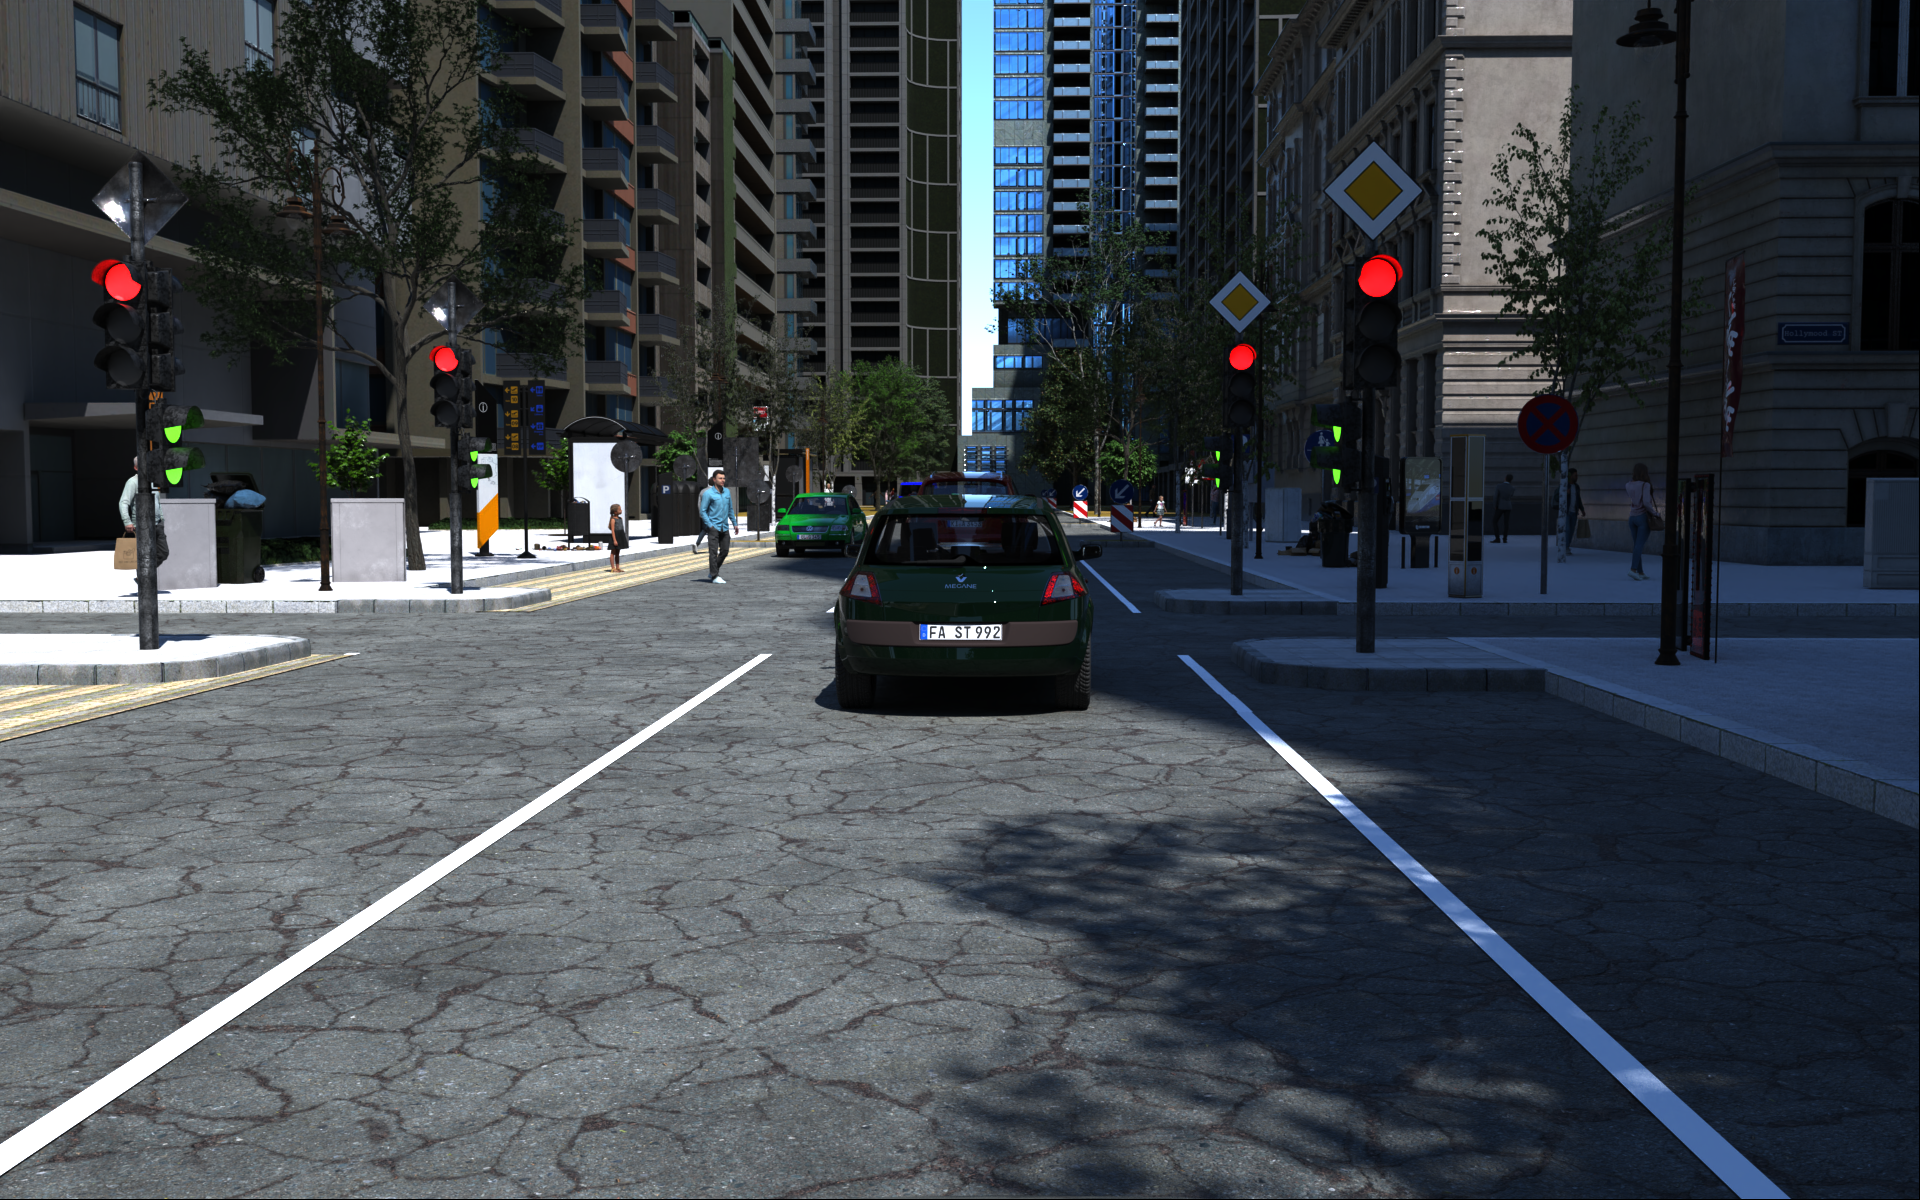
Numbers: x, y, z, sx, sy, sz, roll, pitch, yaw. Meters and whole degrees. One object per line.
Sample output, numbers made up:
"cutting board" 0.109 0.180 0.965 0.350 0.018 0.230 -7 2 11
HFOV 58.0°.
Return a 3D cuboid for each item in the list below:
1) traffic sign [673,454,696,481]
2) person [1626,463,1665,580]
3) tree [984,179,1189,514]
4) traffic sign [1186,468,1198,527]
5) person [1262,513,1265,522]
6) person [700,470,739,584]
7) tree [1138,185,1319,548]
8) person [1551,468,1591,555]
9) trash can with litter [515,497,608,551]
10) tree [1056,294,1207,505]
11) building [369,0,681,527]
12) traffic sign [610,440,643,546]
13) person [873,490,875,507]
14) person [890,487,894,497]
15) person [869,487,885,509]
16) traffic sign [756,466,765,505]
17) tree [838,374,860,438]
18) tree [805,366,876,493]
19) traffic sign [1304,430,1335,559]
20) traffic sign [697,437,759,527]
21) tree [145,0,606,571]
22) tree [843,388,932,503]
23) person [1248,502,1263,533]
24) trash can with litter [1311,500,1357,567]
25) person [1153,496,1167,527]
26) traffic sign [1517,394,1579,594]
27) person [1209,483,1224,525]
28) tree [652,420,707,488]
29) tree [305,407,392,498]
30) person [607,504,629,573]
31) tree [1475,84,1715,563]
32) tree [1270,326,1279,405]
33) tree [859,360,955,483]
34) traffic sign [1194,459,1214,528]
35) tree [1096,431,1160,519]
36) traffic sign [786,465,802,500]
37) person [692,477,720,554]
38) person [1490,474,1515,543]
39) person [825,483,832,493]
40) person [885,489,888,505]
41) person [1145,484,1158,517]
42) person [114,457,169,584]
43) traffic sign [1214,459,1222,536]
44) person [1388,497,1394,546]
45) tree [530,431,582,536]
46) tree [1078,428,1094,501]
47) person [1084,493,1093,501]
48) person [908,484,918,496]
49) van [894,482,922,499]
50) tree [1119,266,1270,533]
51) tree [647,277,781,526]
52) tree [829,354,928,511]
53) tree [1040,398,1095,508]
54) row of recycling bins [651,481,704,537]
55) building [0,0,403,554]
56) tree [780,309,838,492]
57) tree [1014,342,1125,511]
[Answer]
"traffic sign" -8.865 -3.403 55.751 0.768 2.556 0.104 0 4 7
"person" 10.153 -1.177 25.884 0.643 1.750 0.593 -2 4 -24
"tree" 7.740 -15.362 107.055 12.611 20.169 13.585 0 3 0
"traffic sign" 9.077 -3.999 67.509 0.606 2.300 0.079 0 4 6
"person" 14.166 -4.448 79.361 0.643 1.750 0.593 2 4 24
"person" -3.923 -1.187 27.931 0.620 1.820 0.660 3 4 38
"tree" 6.549 -5.517 40.566 4.737 8.622 4.395 0 3 0
"person" 12.829 -1.852 36.311 0.794 1.824 0.713 0 4 -4
"trash can with litter" -9.053 -1.751 39.679 2.233 1.210 1.678 1 4 11
"tree" 7.909 -8.960 80.916 7.601 10.594 8.767 1 4 23
"building" -25.311 -25.958 79.032 22.147 44.769 28.867 0 4 2
"traffic sign" -7.856 -2.489 40.801 0.768 2.556 0.104 0 4 4
"person" -8.411 -10.103 171.945 0.721 1.735 1.217 -1 4 -11
"person" -5.276 -7.986 136.583 0.705 1.831 1.348 1 4 18
"person" -6.317 -7.728 132.400 1.348 1.823 0.705 -2 4 -25
"traffic sign" -8.809 -4.578 74.963 0.768 2.556 0.104 1 4 10
"tree" -7.616 -8.802 94.276 4.360 8.622 3.978 0 3 0
"tree" -7.237 -9.177 100.410 4.737 8.622 4.395 0 3 0
"traffic sign" 7.211 -2.097 34.390 0.768 2.556 0.104 1 4 10
"traffic sign" -8.327 -4.172 62.087 2.265 3.308 0.079 0 4 7
"tree" -9.485 -5.773 28.807 7.601 10.594 8.767 -1 4 -11
"tree" -6.083 -12.737 142.655 8.767 10.594 7.601 2 4 26
"person" 9.603 -3.129 57.070 0.748 1.841 0.638 2 4 26
"trash can with litter" 6.759 -1.168 30.480 1.055 1.170 0.624 -2 4 -28
"person" 7.869 -3.483 68.004 0.505 1.210 0.382 -3 4 -36
"traffic sign" 7.486 -1.348 22.138 0.768 2.556 0.104 0 4 4
"person" 10.706 -3.999 72.019 0.643 1.750 0.593 1 4 15
"tree" -11.991 -5.717 77.188 4.285 4.588 4.351 0 3 0
"tree" -13.592 -2.696 38.679 1.663 3.219 1.824 0 3 0
"person" -6.218 -1.123 31.536 0.373 1.253 0.362 2 4 28
"tree" 11.491 -5.005 32.192 4.737 8.622 4.395 0 3 0
"tree" 9.504 -6.827 61.984 4.360 8.622 3.978 0 3 0
"tree" -5.099 -15.699 163.335 9.857 13.997 8.962 0 3 0
"traffic sign" 9.086 -3.971 64.926 0.884 2.594 0.081 0 4 8
"tree" 8.750 -6.519 90.292 4.285 4.588 4.351 0 3 0
"traffic sign" -7.273 -4.629 75.797 0.768 2.556 0.104 1 4 11
"person" -5.974 -2.001 41.059 0.661 1.843 0.795 2 4 35
"person" 14.251 -2.401 45.480 0.592 1.802 0.473 1 4 11
"person" -6.968 -5.216 91.198 0.818 1.842 0.514 0 4 6
"person" -6.355 -8.942 152.906 0.551 1.740 0.621 -1 4 -9
"person" 10.607 -5.490 95.717 0.836 1.842 0.656 -1 4 -13
"person" -10.281 -0.926 21.663 0.515 1.767 0.782 1 4 11
"traffic sign" 8.043 -3.265 53.382 0.884 2.594 0.081 0 4 4
"person" 10.442 -2.080 42.649 0.523 1.515 0.503 2 4 29
"tree" -12.086 -3.586 53.233 1.663 3.219 1.824 0 3 0
"tree" 10.525 -12.000 146.566 4.360 8.622 3.978 0 3 0
"person" 10.502 -8.426 144.636 1.217 1.723 0.721 0 4 -2
"person" -1.339 -2.621 52.195 0.563 1.720 0.643 -2 4 -26
"van" -2.080 -5.035 86.713 2.240 2.365 5.245 0 4 2
"tree" 7.355 -6.484 56.380 4.360 8.622 3.978 0 3 0
"tree" -8.549 -6.646 59.028 4.360 8.622 3.978 0 3 0
"tree" -6.233 -12.490 129.974 9.928 11.665 9.643 0 3 0
"tree" 10.497 -14.410 161.365 9.928 11.665 9.643 0 3 0
"row of recycling bins" -8.662 -2.839 53.526 1.069 1.692 3.534 0 4 8
"building" -30.827 -27.742 42.819 28.713 52.752 27.495 0 4 2
"tree" -7.570 -7.273 69.279 4.360 8.622 3.978 0 3 0
"tree" 8.656 -13.091 131.050 9.611 12.733 9.660 0 3 0
